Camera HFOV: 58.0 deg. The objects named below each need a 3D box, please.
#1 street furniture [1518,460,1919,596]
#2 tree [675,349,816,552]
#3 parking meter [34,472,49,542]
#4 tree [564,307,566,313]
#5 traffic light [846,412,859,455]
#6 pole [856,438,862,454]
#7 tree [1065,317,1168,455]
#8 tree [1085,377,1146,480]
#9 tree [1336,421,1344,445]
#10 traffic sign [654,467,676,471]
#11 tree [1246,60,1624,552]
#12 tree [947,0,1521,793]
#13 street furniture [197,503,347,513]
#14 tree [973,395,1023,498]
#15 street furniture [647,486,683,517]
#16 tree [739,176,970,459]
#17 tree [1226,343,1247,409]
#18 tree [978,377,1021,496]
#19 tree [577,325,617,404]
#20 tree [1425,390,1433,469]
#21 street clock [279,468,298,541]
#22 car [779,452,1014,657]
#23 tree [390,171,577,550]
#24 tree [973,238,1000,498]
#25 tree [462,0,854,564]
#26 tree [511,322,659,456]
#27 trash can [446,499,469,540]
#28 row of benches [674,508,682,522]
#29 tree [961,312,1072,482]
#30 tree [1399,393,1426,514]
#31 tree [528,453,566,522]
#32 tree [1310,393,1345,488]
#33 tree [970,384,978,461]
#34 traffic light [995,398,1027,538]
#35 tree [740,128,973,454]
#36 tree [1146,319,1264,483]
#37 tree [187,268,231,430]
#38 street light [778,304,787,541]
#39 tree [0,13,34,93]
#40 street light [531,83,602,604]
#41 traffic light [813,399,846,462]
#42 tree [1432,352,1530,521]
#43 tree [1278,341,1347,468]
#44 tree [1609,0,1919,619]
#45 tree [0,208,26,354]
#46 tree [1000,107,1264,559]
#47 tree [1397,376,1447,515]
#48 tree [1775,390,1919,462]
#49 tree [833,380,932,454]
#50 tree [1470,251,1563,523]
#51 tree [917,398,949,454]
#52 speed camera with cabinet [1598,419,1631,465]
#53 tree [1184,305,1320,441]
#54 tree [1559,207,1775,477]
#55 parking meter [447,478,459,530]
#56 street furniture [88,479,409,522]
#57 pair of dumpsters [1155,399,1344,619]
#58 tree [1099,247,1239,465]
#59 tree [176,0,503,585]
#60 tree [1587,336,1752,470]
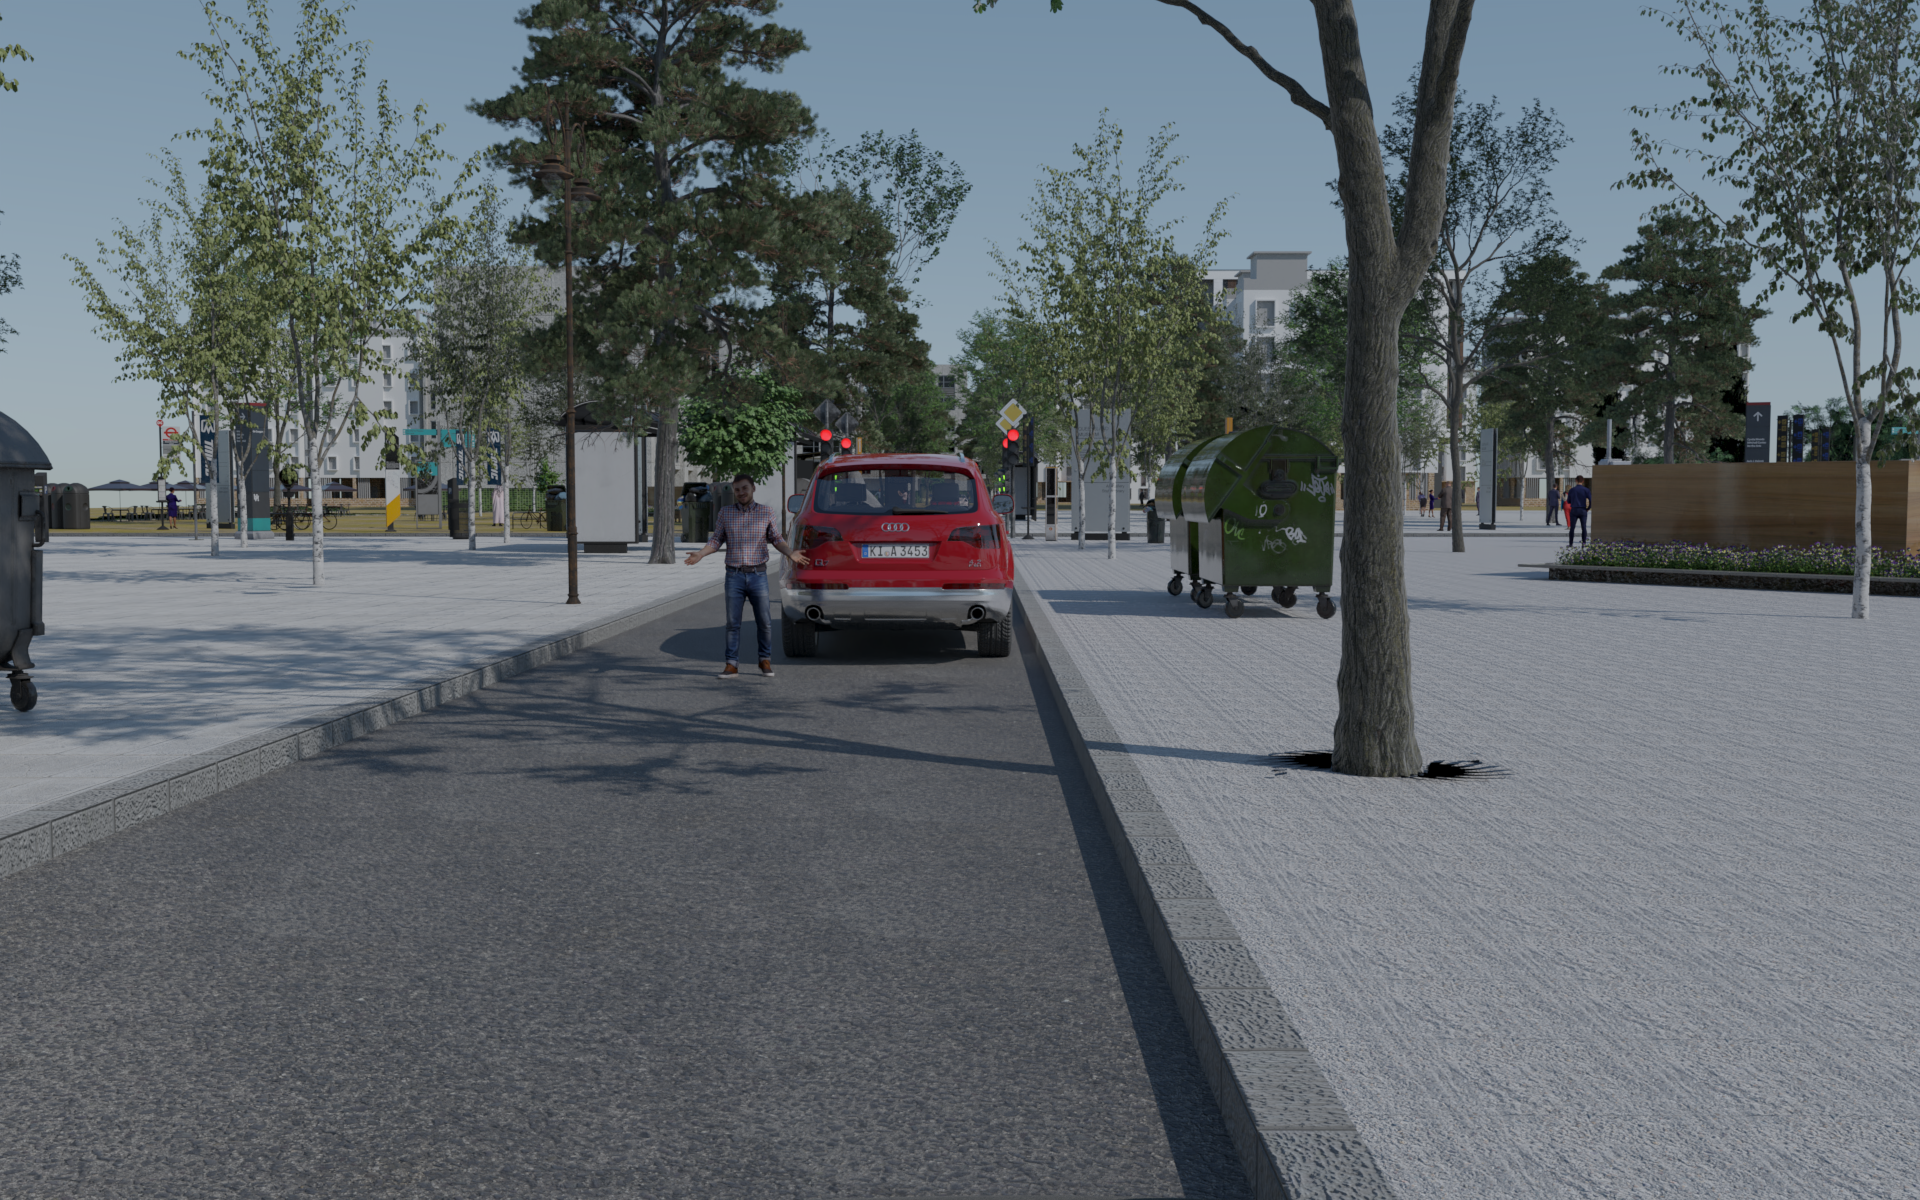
[{"bbox_3d":[12.513,-1.074,24.420,9.812,1.723,11.010,-3,4,-36],"label":"street furniture"},{"bbox_3d":[-4.946,-3.380,38.976,4.285,4.588,4.351,0,3,0],"label":"tree"},{"bbox_3d":[-24.396,-2.463,45.978,0.255,1.863,0.399,-1,4,-11],"label":"parking meter"},{"bbox_3d":[-12.095,-5.792,45.060,4.737,8.622,4.395,0,3,0],"label":"tree"},{"bbox_3d":[-3.787,-4.224,58.302,0.839,4.213,0.868,0,4,0],"label":"traffic light"},{"bbox_3d":[-3.649,-4.207,62.629,0.158,3.312,0.155,0,3,0],"label":"pole"},{"bbox_3d":[5.986,-7.306,69.820,4.360,8.622,3.978,0,3,0],"label":"tree"},{"bbox_3d":[11.786,-12.492,126.298,6.751,12.117,7.091,0,3,0],"label":"tree"},{"bbox_3d":[27.000,-10.142,116.189,4.360,8.622,3.978,0,3,0],"label":"tree"},{"bbox_3d":[-10.460,-3.748,61.382,0.768,2.556,0.104,0,4,5],"label":"traffic sign"},{"bbox_3d":[10.663,-6.333,37.950,7.601,10.594,8.767,0,4,3],"label":"tree"},{"bbox_3d":[2.008,-5.020,7.836,9.928,11.665,9.643,0,3,0],"label":"tree"},{"bbox_3d":[-48.265,-6.436,120.862,10.072,0.657,5.734,-1,4,-9],"label":"street furniture"},{"bbox_3d":[3.286,-10.379,120.054,4.360,8.622,3.978,0,3,0],"label":"tree"},{"bbox_3d":[-15.763,-5.705,100.128,11.010,1.723,9.812,2,4,34],"label":"street furniture"},{"bbox_3d":[-5.214,-9.944,70.012,7.806,13.903,7.818,0,3,0],"label":"tree"},{"bbox_3d":[18.028,-9.975,97.508,8.767,10.594,7.601,1,4,16],"label":"tree"},{"bbox_3d":[2.761,-16.673,180.018,7.806,13.903,7.818,0,3,0],"label":"tree"},{"bbox_3d":[-14.958,-7.276,69.326,4.360,8.622,3.978,0,3,0],"label":"tree"},{"bbox_3d":[29.225,-8.930,96.371,4.737,8.622,4.395,0,3,0],"label":"tree"},{"bbox_3d":[-18.455,-2.634,47.642,0.471,2.002,0.358,0,4,-7],"label":"street clock"},{"bbox_3d":[-0.582,-0.495,16.762,2.281,1.827,5.304,0,4,-1],"label":"car"},{"bbox_3d":[-11.161,-5.451,39.490,4.360,8.622,3.978,0,3,0],"label":"tree"},{"bbox_3d":[2.652,-5.476,39.901,4.737,8.622,4.395,0,3,0],"label":"tree"},{"bbox_3d":[-5.392,-6.703,31.648,6.751,12.117,7.091,0,3,0],"label":"tree"},{"bbox_3d":[-18.352,-9.258,85.777,8.767,10.594,7.601,1,4,8],"label":"tree"},{"bbox_3d":[-14.141,-2.286,49.024,0.748,1.137,0.748,0,3,0],"label":"trash can"},{"bbox_3d":[-12.576,-3.949,80.035,1.422,0.672,4.104,1,4,11],"label":"row of benches"},{"bbox_3d":[3.615,-11.588,107.592,7.486,12.596,7.792,0,3,0],"label":"tree"},{"bbox_3d":[29.541,-9.795,110.513,4.737,8.622,4.395,0,3,0],"label":"tree"},{"bbox_3d":[-19.248,-5.257,80.551,1.663,3.219,1.824,0,3,0],"label":"tree"},{"bbox_3d":[23.620,-9.810,110.760,4.737,8.622,4.395,0,3,0],"label":"tree"},{"bbox_3d":[-4.062,-14.493,144.384,7.806,13.903,7.818,0,3,0],"label":"tree"},{"bbox_3d":[1.517,-3.734,50.295,0.839,4.213,0.868,0,4,0],"label":"traffic light"},{"bbox_3d":[-6.065,-14.014,85.019,12.611,20.169,13.585,0,3,0],"label":"tree"},{"bbox_3d":[15.604,-11.253,106.047,6.751,12.117,7.091,0,3,0],"label":"tree"},{"bbox_3d":[-28.570,-8.971,72.426,9.928,11.665,9.643,0,3,0],"label":"tree"},{"bbox_3d":[-4.315,-4.251,42.295,0.468,5.910,1.993,0,4,0],"label":"street light"},{"bbox_3d":[-11.430,-4.085,17.144,4.737,8.622,4.395,0,3,0],"label":"tree"},{"bbox_3d":[-4.518,-2.891,20.057,0.468,5.910,1.993,0,4,0],"label":"street light"},{"bbox_3d":[-3.844,-3.735,50.318,0.839,4.213,0.868,0,4,0],"label":"traffic light"},{"bbox_3d":[27.603,-8.473,88.898,4.737,8.622,4.395,0,3,0],"label":"tree"},{"bbox_3d":[25.482,-13.366,125.964,7.806,13.903,7.818,0,3,0],"label":"tree"},{"bbox_3d":[9.056,-4.110,17.555,4.360,8.622,3.978,0,3,0],"label":"tree"},{"bbox_3d":[-18.687,-5.681,27.298,7.601,10.594,8.767,-2,4,-25],"label":"tree"},{"bbox_3d":[3.236,-5.117,34.026,4.737,8.622,4.395,0,3,0],"label":"tree"},{"bbox_3d":[26.883,-9.365,103.485,4.360,8.622,3.978,0,3,0],"label":"tree"},{"bbox_3d":[49.799,-7.921,92.409,11.467,7.101,20.602,0,4,-6],"label":"tree"},{"bbox_3d":[-5.247,-10.758,110.300,7.601,10.594,8.767,0,4,2],"label":"tree"},{"bbox_3d":[25.993,-9.422,76.112,6.751,12.117,7.091,0,3,0],"label":"tree"},{"bbox_3d":[-4.377,-14.539,159.767,6.751,12.117,7.091,0,3,0],"label":"tree"},{"bbox_3d":[17.512,-3.115,45.270,0.660,3.252,2.038,-1,4,-13],"label":"speed camera with cabinet"},{"bbox_3d":[11.590,-7.155,67.339,4.360,8.622,3.978,0,3,0],"label":"tree"},{"bbox_3d":[26.708,-8.742,64.991,6.751,12.117,7.091,0,3,0],"label":"tree"},{"bbox_3d":[-18.076,-3.429,61.775,0.399,1.863,0.255,3,5,41],"label":"parking meter"},{"bbox_3d":[-41.520,-5.414,93.550,14.083,1.986,27.439,1,4,10],"label":"street furniture"},{"bbox_3d":[3.241,-1.056,19.764,1.574,2.255,4.436,0,4,0],"label":"pair of dumpsters"},{"bbox_3d":[10.358,-11.023,87.647,7.806,13.903,7.818,0,3,0],"label":"tree"},{"bbox_3d":[-8.835,-4.507,24.049,4.737,8.622,4.395,0,3,0],"label":"tree"},{"bbox_3d":[48.873,-12.972,113.907,18.604,14.587,13.155,-3,5,-45],"label":"tree"}]
